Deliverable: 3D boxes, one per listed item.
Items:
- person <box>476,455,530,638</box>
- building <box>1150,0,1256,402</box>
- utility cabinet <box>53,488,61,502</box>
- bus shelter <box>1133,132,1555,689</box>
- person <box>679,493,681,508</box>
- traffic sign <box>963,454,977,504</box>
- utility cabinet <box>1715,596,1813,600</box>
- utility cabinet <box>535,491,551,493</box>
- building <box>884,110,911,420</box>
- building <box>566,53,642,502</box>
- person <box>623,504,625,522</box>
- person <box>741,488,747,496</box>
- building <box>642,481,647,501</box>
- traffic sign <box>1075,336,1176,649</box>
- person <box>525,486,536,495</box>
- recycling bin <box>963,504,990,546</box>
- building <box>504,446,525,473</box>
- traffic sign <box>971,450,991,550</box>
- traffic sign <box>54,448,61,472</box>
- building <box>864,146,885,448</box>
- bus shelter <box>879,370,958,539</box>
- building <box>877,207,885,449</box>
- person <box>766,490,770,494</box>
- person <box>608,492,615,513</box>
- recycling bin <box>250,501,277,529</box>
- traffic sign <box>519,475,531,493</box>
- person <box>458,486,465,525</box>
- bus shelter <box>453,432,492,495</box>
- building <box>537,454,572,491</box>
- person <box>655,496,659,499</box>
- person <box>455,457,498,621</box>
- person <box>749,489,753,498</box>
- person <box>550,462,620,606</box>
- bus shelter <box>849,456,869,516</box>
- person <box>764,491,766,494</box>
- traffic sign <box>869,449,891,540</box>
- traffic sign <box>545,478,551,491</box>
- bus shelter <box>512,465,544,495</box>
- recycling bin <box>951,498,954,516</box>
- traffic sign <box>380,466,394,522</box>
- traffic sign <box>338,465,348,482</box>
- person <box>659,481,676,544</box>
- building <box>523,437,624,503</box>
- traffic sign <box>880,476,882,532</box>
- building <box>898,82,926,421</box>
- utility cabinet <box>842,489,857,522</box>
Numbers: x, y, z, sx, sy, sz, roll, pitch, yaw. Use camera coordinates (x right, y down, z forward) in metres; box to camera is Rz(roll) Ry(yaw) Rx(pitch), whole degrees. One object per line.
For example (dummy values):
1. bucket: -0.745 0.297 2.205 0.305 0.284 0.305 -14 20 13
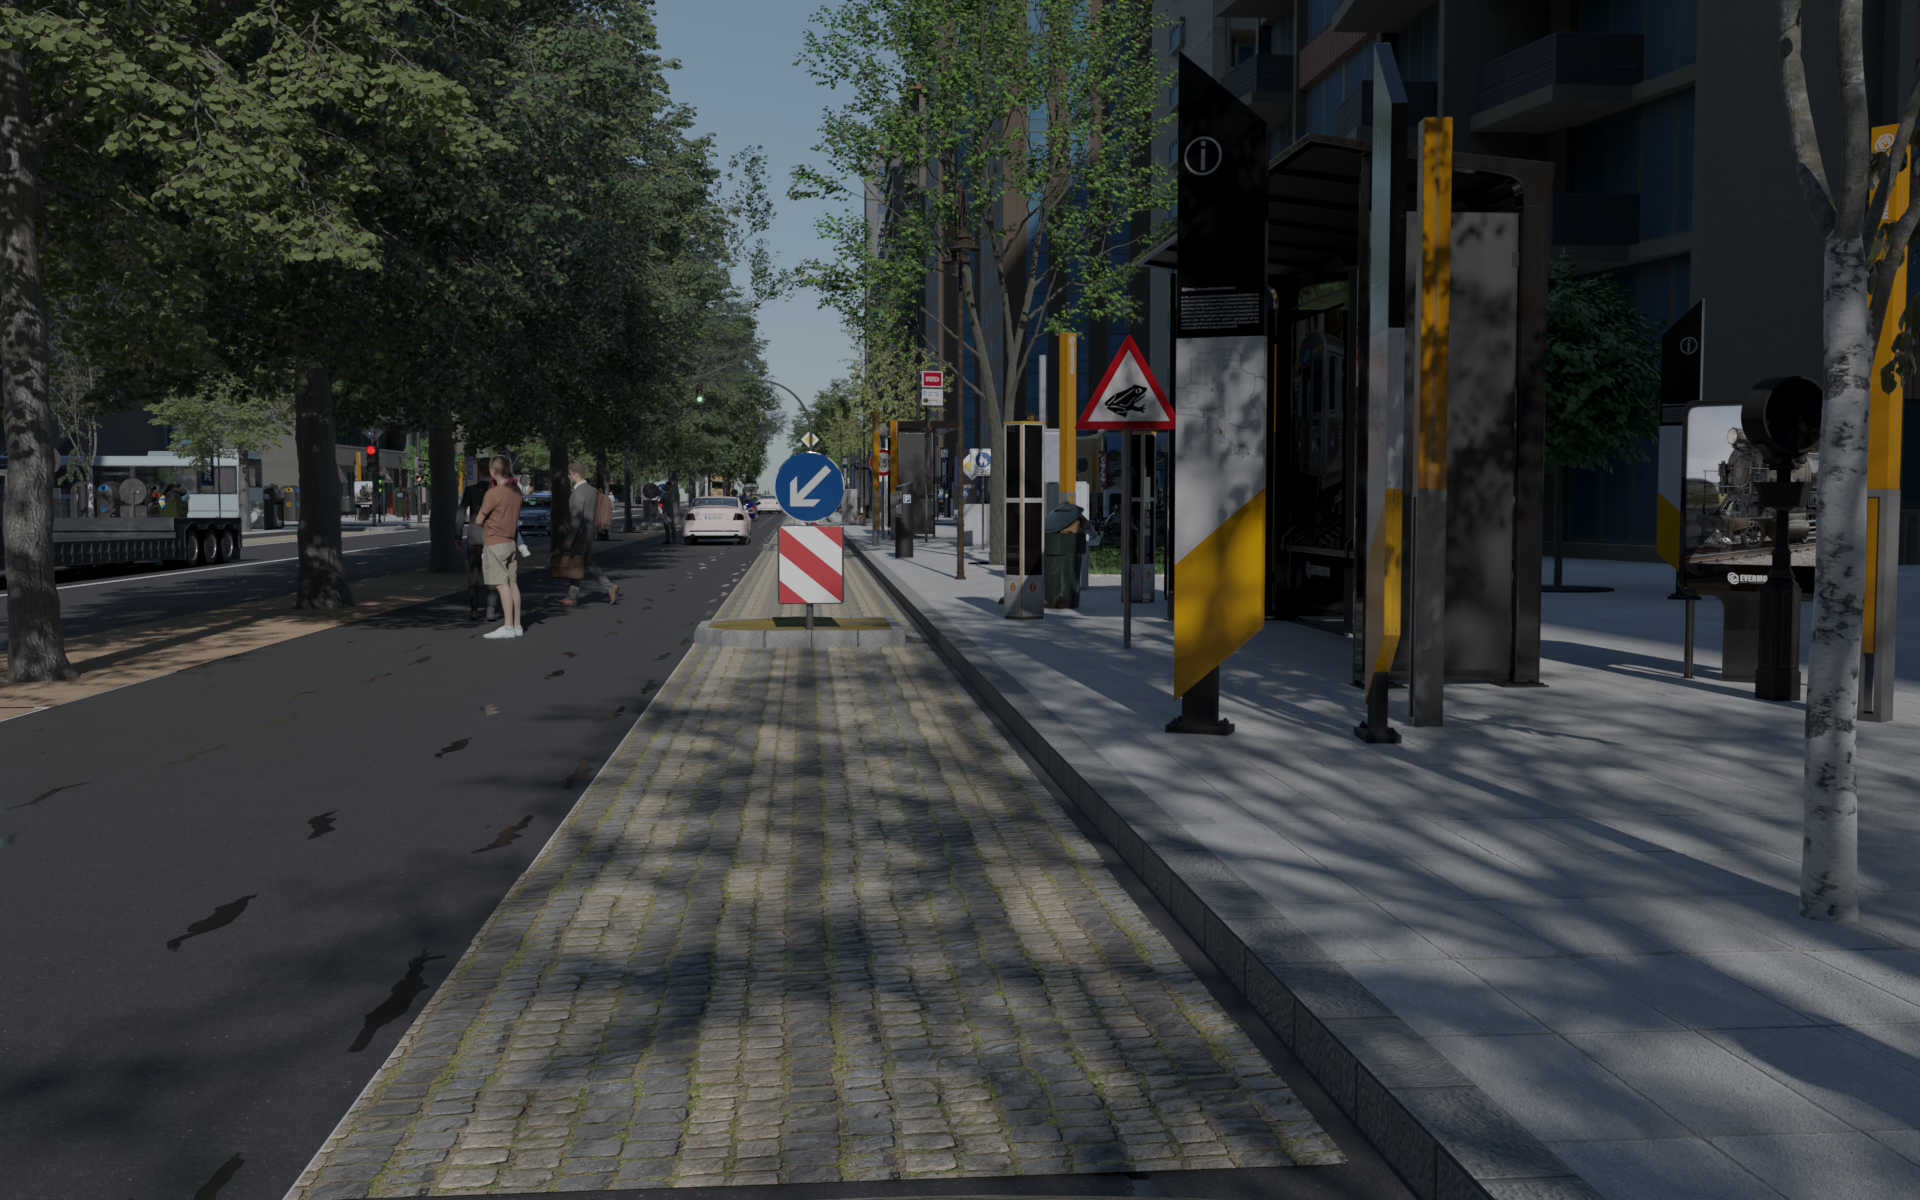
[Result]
1. person: -4.602 -0.547 17.425 0.573 1.828 0.580 -2 4 -33
2. building: 21.854 -28.892 96.080 21.600 48.544 21.300 0 4 -5
3. utility cabinet: -34.816 -3.492 65.778 1.173 1.500 0.318 -1 4 -20
4. bus shelter: 2.860 -1.418 14.471 1.731 3.624 6.357 0 4 -5
5. person: -29.386 -10.446 180.768 0.415 1.643 0.593 -3 4 -37
6. traffic sign: 0.326 -2.790 46.807 0.795 2.450 0.064 0 4 -4
7. utility cabinet: 9.773 -0.745 20.860 1.173 1.500 0.318 1 4 14
8. utility cabinet: -31.331 -7.431 130.169 1.173 1.500 0.318 -3 5 -39
9. building: 2.068 -35.792 208.906 21.300 48.544 21.600 0 4 -5
10. building: -62.202 -51.349 277.810 20.563 71.187 20.611 0 4 -5
11. person: -17.283 -4.708 89.748 0.394 1.301 0.425 -2 4 -32
12. person: -14.537 -6.599 116.408 0.388 1.821 0.555 2 4 24
13. building: -61.154 -37.497 296.677 14.154 41.232 14.086 0 4 -5
14. traffic sign: 1.386 -0.875 14.306 0.884 2.594 0.081 0 4 2
15. person: -19.419 -4.277 78.673 0.600 1.795 0.529 3 4 38
16. recycling bin: 0.356 -1.882 43.323 0.722 1.027 0.722 1 4 10
17. building: -47.652 -28.876 155.716 14.154 41.232 14.086 0 4 -5
18. traffic sign: 0.523 -2.277 39.365 0.606 2.300 0.079 0 4 -5
19. traffic sign: -23.999 -2.776 45.500 0.768 2.556 0.104 0 4 -2
20. building: -5.865 -46.163 296.767 21.231 58.520 28.212 0 4 -5
21. bus shelter: -1.396 -4.656 53.756 2.179 5.291 8.768 0 4 -5
22. building: -1.352 -39.656 267.984 23.786 49.044 30.456 0 4 -5
23. person: -19.388 -10.189 175.181 1.348 1.812 0.705 0 4 4
24. person: -27.046 -7.580 134.240 0.589 1.601 0.330 0 4 -5
25. recycling bin: -25.708 -3.143 63.942 0.722 1.027 0.722 0 4 1
26. traffic sign: -29.369 -7.147 116.957 0.768 2.556 0.104 0 4 -4
27. person: -22.962 -4.314 79.137 0.767 1.812 0.694 3 5 42
28. bus shelter: -28.491 -7.514 100.482 2.179 5.291 8.768 0 4 -5
29. building: -52.469 -31.493 198.512 14.154 41.232 14.086 0 4 -5
30. person: -31.521 -10.513 181.093 0.721 1.736 1.217 -3 5 -41
31. person: -5.402 -0.692 19.595 0.659 1.850 0.755 -1 4 -21
32. person: -15.228 -7.174 125.801 0.388 1.821 0.555 -1 4 -20
33. person: -4.779 -0.832 22.066 0.822 1.834 0.622 0 4 -3
34. bus shelter: -4.853 -6.068 93.127 2.014 3.302 5.546 0 4 -5
35. person: -22.687 -11.848 202.227 1.348 1.822 0.705 3 4 38
36. traffic sign: -2.158 -2.969 48.645 0.768 2.556 0.104 0 4 -1
37. traffic sign: -32.403 -8.355 136.713 0.768 2.556 0.104 0 4 3
38. bus shelter: -31.198 -7.962 124.109 2.014 3.302 5.546 0 4 -5
39. recycling bin: -0.301 -5.554 103.355 0.722 1.027 0.722 -2 4 -25
40. traffic sign: -26.778 -4.923 80.498 0.884 2.594 0.081 0 4 -4
41. traffic sign: -28.188 -4.804 78.556 0.884 2.594 0.081 0 4 0
42. person: -8.379 -2.496 49.489 0.511 1.800 0.466 2 4 27
43. building: -60.681 -36.648 253.822 22.147 44.769 28.867 0 4 -5
44. traffic sign: -2.652 -3.461 58.714 0.606 2.300 0.079 0 4 4
45. building: 4.767 -32.376 183.975 22.147 44.769 28.867 0 4 -5
46. utility cabinet: -4.978 -4.225 77.757 0.318 1.500 1.173 -2 4 -25
